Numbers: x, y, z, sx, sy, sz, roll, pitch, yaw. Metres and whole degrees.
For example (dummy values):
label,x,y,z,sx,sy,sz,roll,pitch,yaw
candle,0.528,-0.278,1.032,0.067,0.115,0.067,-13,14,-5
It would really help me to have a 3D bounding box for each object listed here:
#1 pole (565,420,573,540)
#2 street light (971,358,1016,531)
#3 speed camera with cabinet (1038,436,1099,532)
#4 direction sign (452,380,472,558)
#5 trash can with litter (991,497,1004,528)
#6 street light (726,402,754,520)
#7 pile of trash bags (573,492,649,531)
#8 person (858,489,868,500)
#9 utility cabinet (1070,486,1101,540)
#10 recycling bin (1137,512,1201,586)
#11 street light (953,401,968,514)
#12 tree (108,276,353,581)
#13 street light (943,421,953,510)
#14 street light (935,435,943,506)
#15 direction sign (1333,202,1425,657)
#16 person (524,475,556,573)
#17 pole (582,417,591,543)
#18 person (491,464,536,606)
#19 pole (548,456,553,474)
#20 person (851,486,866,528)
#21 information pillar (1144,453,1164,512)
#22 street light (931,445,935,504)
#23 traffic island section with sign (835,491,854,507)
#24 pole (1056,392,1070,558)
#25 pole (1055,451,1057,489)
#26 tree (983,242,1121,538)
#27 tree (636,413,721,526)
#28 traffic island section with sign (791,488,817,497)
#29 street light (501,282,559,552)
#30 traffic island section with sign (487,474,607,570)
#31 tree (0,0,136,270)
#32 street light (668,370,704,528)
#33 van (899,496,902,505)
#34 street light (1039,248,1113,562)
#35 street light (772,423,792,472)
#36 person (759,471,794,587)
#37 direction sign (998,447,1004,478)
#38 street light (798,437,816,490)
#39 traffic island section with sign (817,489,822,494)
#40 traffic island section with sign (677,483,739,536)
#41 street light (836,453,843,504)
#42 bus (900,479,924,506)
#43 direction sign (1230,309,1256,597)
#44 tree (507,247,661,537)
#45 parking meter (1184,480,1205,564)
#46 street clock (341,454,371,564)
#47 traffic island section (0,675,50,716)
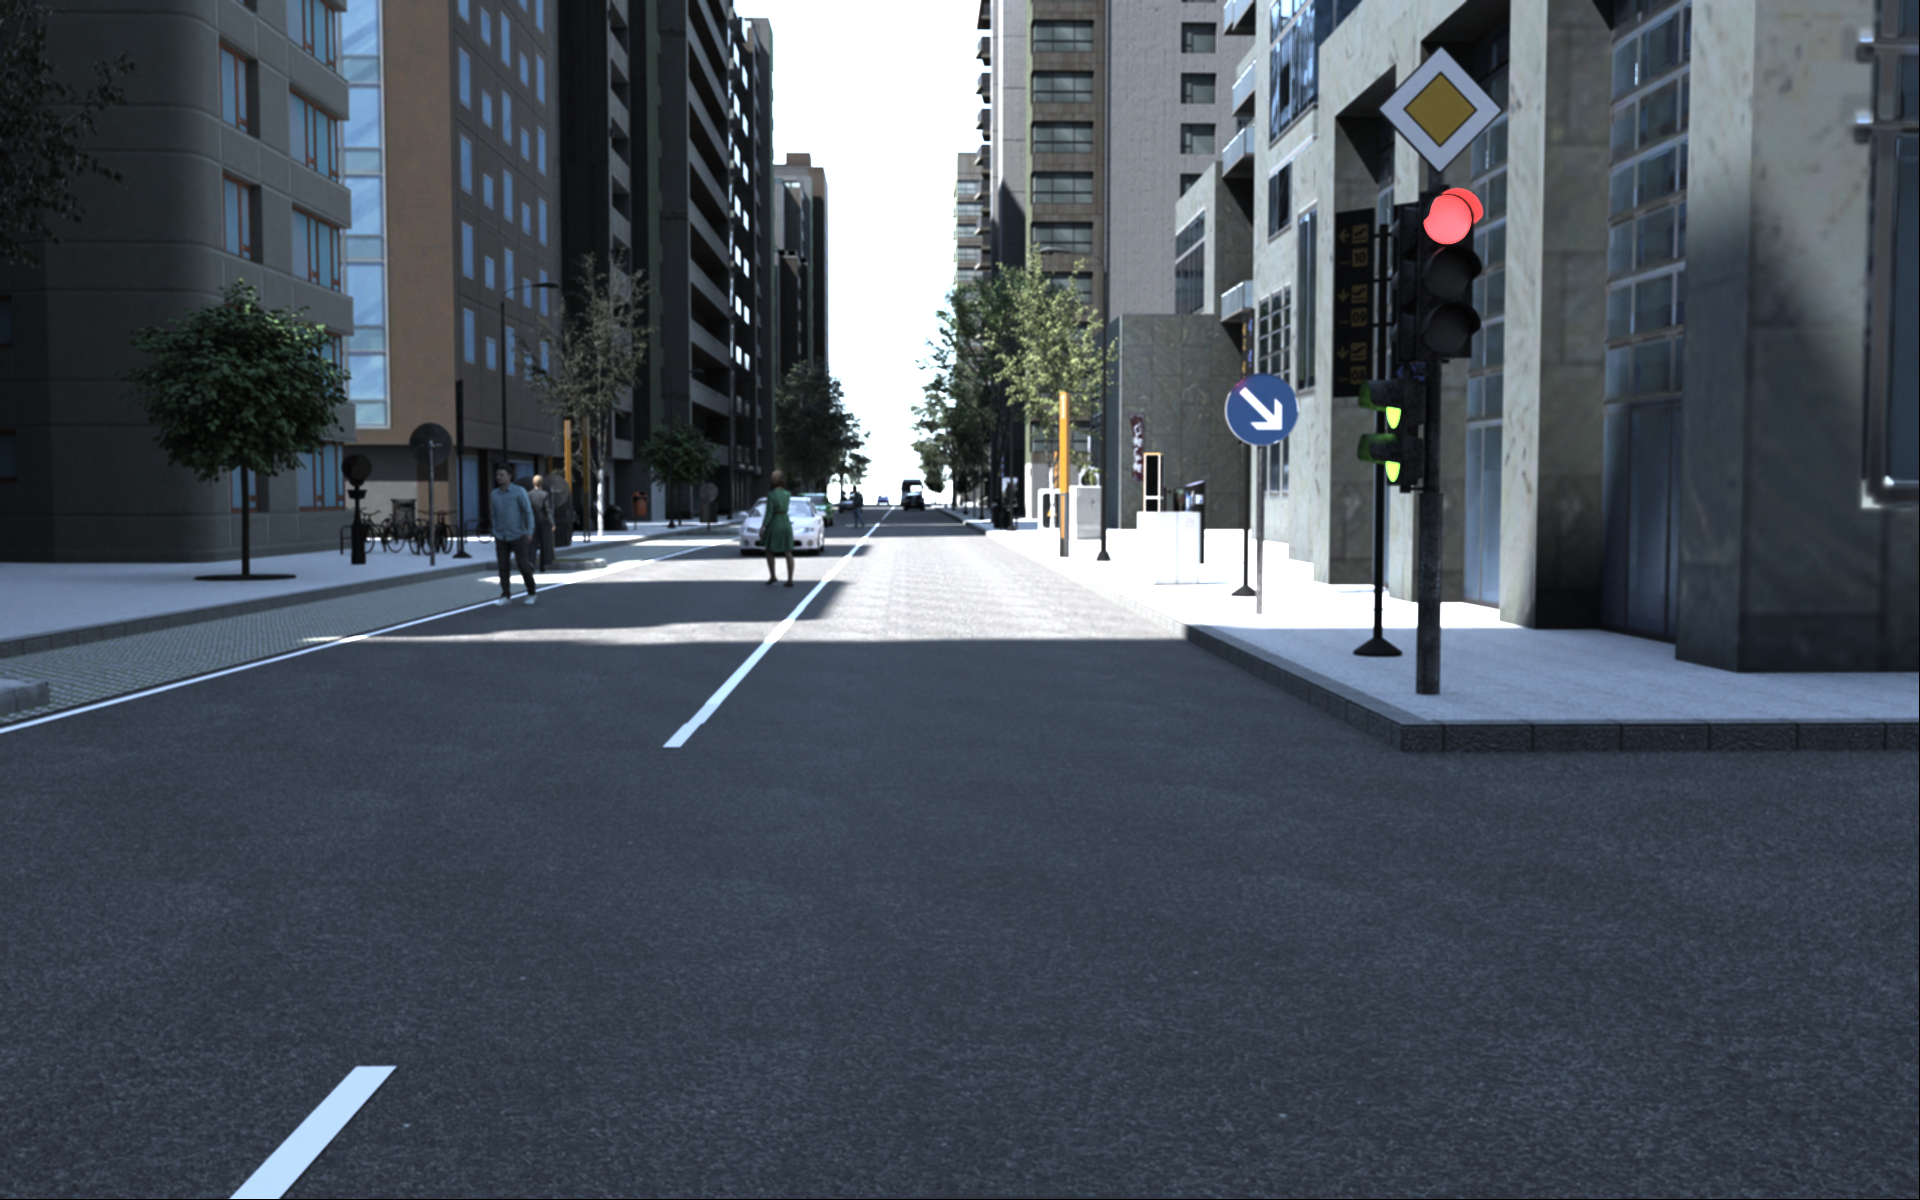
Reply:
label,x,y,z,sx,sy,sz,roll,pitch,yaw
pole,-10.806,-3.300,47.800,0.158,3.312,0.155,0,3,0
street light,1.232,-5.314,59.421,1.470,5.913,1.316,0,4,-2
speed camera with cabinet,3.705,-3.949,58.906,2.038,3.252,0.660,0,4,6
direction sign,-10.013,-2.614,34.728,0.379,3.537,0.876,-1,4,-23
trash can with litter,1.413,-3.280,65.018,0.624,1.170,1.055,0,4,-6
street light,-11.057,-7.004,87.058,1.470,5.913,1.316,0,4,-2
pile of trash bags,-12.396,-3.124,60.826,1.912,1.369,3.447,3,5,42
person,-8.228,-8.160,141.914,1.348,1.824,0.705,-1,4,-14
utility cabinet,3.499,-2.383,47.637,1.173,1.500,0.318,-3,5,-43
recycling bin,2.954,-0.734,24.550,0.722,1.027,0.722,-1,4,-13
street light,0.547,-6.933,85.893,1.470,5.913,1.316,0,4,-2
tree,-10.934,-2.596,26.165,4.285,4.588,4.351,0,3,0
street light,-0.183,-8.375,109.471,1.470,5.913,1.316,0,4,-2
street light,-1.036,-9.974,135.617,1.470,5.913,1.316,0,4,-2
direction sign,3.337,-1.329,13.734,0.379,3.537,0.876,-3,5,-45
person,-7.647,-1.381,31.496,0.576,1.772,0.534,-1,4,-12
pole,-9.879,-3.177,45.784,0.158,3.312,0.155,0,3,0
person,-5.759,-0.849,22.407,0.660,1.820,0.620,1,4,15
pole,-15.488,-4.382,65.497,0.158,3.312,0.155,0,3,0
person,-4.307,-3.880,72.284,0.721,1.781,0.623,-2,4,-29
information pillar,3.494,-1.636,31.248,0.304,2.012,0.304,1,4,19
street light,-1.867,-11.628,162.654,1.470,5.913,1.316,0,4,-2
traffic island section with sign,-12.877,-11.278,193.030,1.989,1.847,2.006,0,4,-2
pole,2.105,-2.509,34.860,0.158,3.312,0.155,0,3,0
pole,4.638,-5.446,82.884,0.158,3.312,0.155,0,3,0
tree,2.715,-6.114,50.327,4.737,8.622,4.395,0,3,0
tree,-11.493,-5.316,70.624,4.285,4.588,4.351,0,3,0
traffic island section with sign,-10.255,-6.156,109.281,1.989,1.847,2.006,0,4,-2
street light,-9.479,-4.010,38.099,1.470,5.913,1.316,0,4,-2
traffic island section with sign,-7.862,-1.504,33.218,1.989,1.847,2.006,0,4,-2
tree,-10.161,-4.088,17.199,4.360,8.622,3.978,0,3,0
street light,-10.282,-5.646,64.857,1.470,5.913,1.316,0,4,-2
van,-6.997,-13.444,226.821,2.013,2.044,4.112,0,4,-3
street light,2.196,-3.688,32.841,1.470,5.913,1.316,0,4,-2
street light,-11.716,-8.627,113.587,1.470,5.913,1.316,0,4,-2
person,-2.812,-1.109,26.880,0.529,1.795,0.600,3,4,38
direction sign,1.956,-5.617,83.829,0.379,3.537,0.876,-1,4,-21
street light,-12.530,-10.234,139.863,1.470,5.913,1.316,0,4,-2
traffic island section with sign,-11.105,-7.816,136.421,1.989,1.847,2.006,0,4,-2
traffic island section with sign,-8.712,-3.152,60.159,1.989,1.847,2.006,0,4,-2
street light,-14.413,-13.733,197.073,1.470,5.913,1.316,0,4,-2
bus,-5.828,-13.218,210.971,2.948,3.499,13.247,0,4,-1
direction sign,3.589,-1.815,21.666,0.379,3.537,0.876,0,4,1
tree,-10.902,-6.180,51.406,4.360,8.622,3.978,0,3,0
parking meter,4.311,-1.431,31.816,0.372,1.533,0.369,0,3,0
street clock,-11.017,-1.657,31.664,0.358,2.002,0.471,3,5,43
traffic island section,-7.155,0.700,10.829,2.009,0.180,2.903,0,4,-2
